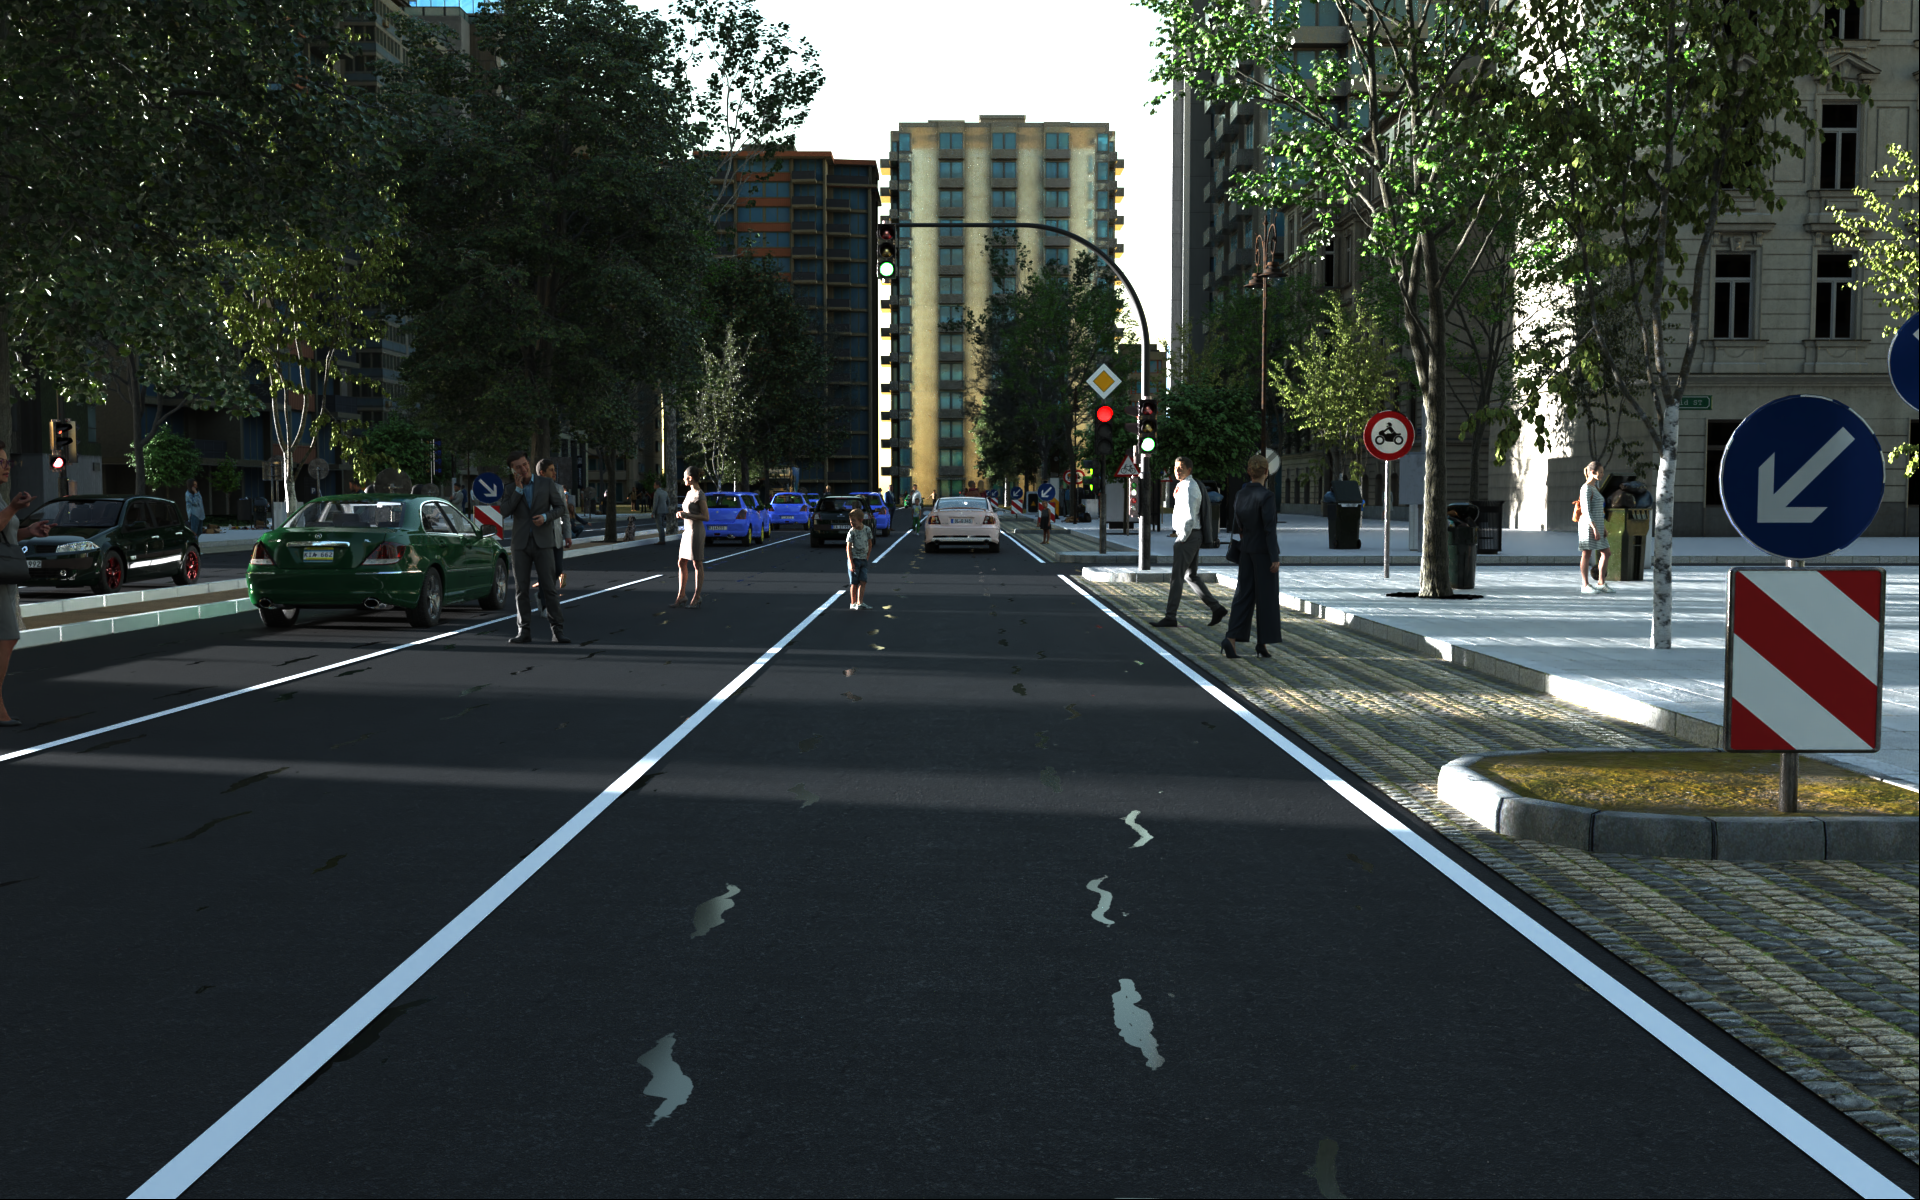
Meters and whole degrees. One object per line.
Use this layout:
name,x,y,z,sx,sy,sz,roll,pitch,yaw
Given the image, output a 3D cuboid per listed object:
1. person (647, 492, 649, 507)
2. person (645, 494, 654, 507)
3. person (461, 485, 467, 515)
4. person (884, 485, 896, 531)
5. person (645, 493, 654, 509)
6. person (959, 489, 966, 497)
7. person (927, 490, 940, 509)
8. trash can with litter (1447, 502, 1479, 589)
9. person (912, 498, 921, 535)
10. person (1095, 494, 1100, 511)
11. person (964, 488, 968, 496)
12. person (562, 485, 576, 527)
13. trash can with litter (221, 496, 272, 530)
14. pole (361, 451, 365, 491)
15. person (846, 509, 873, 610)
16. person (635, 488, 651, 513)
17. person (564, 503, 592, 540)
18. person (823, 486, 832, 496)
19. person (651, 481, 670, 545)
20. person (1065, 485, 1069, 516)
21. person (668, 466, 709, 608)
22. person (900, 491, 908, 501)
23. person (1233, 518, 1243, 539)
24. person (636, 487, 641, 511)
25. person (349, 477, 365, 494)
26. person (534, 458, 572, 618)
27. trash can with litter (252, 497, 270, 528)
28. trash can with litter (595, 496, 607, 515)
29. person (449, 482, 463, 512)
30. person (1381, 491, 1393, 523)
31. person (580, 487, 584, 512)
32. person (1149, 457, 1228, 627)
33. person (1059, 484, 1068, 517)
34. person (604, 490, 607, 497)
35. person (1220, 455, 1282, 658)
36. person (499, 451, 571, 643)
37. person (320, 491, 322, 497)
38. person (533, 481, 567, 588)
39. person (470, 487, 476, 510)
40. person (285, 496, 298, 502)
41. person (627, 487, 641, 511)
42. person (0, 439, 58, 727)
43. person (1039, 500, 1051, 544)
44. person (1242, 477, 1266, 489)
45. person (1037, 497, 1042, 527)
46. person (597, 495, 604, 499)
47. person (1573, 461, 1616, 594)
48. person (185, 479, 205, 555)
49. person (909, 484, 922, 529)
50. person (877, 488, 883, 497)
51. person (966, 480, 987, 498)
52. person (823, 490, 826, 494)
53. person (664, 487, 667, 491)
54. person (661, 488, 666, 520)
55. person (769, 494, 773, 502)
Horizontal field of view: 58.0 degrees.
person,-29.789,-9.778,166.357,0.683,1.767,0.568,3,4,37
person,-29.238,-9.717,164.544,1.348,1.869,0.705,0,4,-7
person,-28.079,-5.611,97.961,0.419,1.800,0.721,-1,4,-10
person,-2.740,-3.603,67.586,0.419,1.800,0.721,2,4,25
person,-25.923,-8.529,145.462,1.348,1.831,0.705,-1,4,-20
person,0.174,-5.576,100.679,0.512,1.701,0.522,-3,4,-36
person,-2.497,-9.769,168.237,1.348,1.823,0.705,1,4,19
trash can with litter,6.722,-0.753,23.695,0.624,1.170,1.055,0,4,5
person,-1.506,-2.900,60.169,0.306,1.304,0.590,0,4,-8
person,8.922,-6.437,112.037,0.760,1.731,0.466,2,4,25
person,0.389,-6.570,115.856,0.705,1.831,1.348,-2,4,-34
person,-16.056,-3.791,70.579,0.778,1.811,0.616,0,4,-6
trash can with litter,-25.437,-3.138,62.367,2.233,1.210,1.678,0,4,3
pole,-25.602,-4.923,74.333,0.158,3.312,0.155,0,3,0
person,-1.241,-0.510,21.531,0.332,1.250,0.352,1,4,9
person,-21.977,-6.936,120.167,1.217,1.735,0.721,-2,4,-31
person,-11.856,-2.418,53.539,0.738,1.151,1.012,3,5,42
person,-5.243,-3.679,69.075,0.576,1.772,0.534,1,4,14
person,-8.484,-2.471,48.994,0.391,1.810,0.635,1,4,16
person,6.352,-5.778,100.863,0.601,1.785,0.444,-1,4,-22
person,-3.399,-0.789,21.739,0.374,1.781,0.599,-2,4,-33
person,-5.665,-10.621,182.169,1.348,1.821,0.705,0,4,-3
person,5.976,-1.603,36.918,0.373,1.253,0.362,-1,4,-9
person,-25.162,-7.876,134.824,0.705,1.822,1.348,2,4,25
person,-12.192,-1.611,35.186,0.721,1.781,0.623,-3,5,-44
person,-4.876,-0.726,20.223,0.661,1.843,0.795,-3,5,-41
trash can with litter,-25.924,-3.238,64.322,0.624,1.170,1.055,-2,4,-26
trash can with litter,-21.934,-5.810,106.379,0.624,1.170,1.055,3,5,43
person,-16.056,-2.843,55.164,0.511,1.800,0.466,3,4,36
person,18.762,-4.222,76.078,0.512,1.701,0.522,1,4,14
person,-27.296,-7.300,125.397,0.705,1.824,1.348,0,4,-8
person,2.457,-0.611,18.595,0.850,1.850,0.679,0,4,4
person,5.611,-5.476,95.676,0.767,1.812,0.694,3,5,43
person,-35.930,-10.371,176.277,0.551,1.740,0.621,-3,5,-42
person,2.560,-0.372,15.003,0.576,1.772,0.534,3,4,36
person,-4.080,-0.509,16.629,0.655,1.846,0.447,0,4,-8
person,-33.699,-5.181,90.624,0.818,1.842,0.514,1,4,9
person,-6.219,-1.087,26.365,0.778,1.811,0.616,3,4,36
person,-29.740,-6.074,105.576,0.641,1.798,0.478,2,4,24
person,-29.108,-4.221,75.403,0.624,1.780,0.694,3,5,41
person,-24.692,-7.648,131.185,0.705,1.812,1.348,3,5,41
person,-5.931,-0.115,10.744,0.532,1.782,0.716,-1,4,-18
person,2.437,-2.221,49.480,0.373,1.253,0.362,-3,5,-43
person,6.330,-1.919,37.598,0.721,1.800,0.419,0,4,2
person,3.520,-4.041,74.825,0.529,1.795,0.600,-2,4,-26
person,-26.421,-7.423,127.541,0.705,1.807,1.348,0,4,5
person,8.165,-0.936,22.356,0.522,1.701,0.512,2,4,35
person,-18.040,-1.959,40.795,0.793,1.790,0.793,-3,4,-36
person,-1.835,-3.787,70.510,0.679,1.850,0.850,3,5,40
person,-4.684,-5.607,100.407,0.641,1.798,0.478,0,4,-4
person,0.483,-2.488,49.151,0.580,1.828,0.573,-1,4,-9
person,-11.266,-8.292,144.218,0.705,1.807,1.348,-1,4,-10
person,-16.402,-5.356,96.248,0.709,1.800,0.728,0,4,6
person,-16.053,-5.184,93.657,0.834,1.777,0.661,-3,4,-39
person,-17.266,-9.001,158.887,0.599,1.433,0.991,2,4,25
